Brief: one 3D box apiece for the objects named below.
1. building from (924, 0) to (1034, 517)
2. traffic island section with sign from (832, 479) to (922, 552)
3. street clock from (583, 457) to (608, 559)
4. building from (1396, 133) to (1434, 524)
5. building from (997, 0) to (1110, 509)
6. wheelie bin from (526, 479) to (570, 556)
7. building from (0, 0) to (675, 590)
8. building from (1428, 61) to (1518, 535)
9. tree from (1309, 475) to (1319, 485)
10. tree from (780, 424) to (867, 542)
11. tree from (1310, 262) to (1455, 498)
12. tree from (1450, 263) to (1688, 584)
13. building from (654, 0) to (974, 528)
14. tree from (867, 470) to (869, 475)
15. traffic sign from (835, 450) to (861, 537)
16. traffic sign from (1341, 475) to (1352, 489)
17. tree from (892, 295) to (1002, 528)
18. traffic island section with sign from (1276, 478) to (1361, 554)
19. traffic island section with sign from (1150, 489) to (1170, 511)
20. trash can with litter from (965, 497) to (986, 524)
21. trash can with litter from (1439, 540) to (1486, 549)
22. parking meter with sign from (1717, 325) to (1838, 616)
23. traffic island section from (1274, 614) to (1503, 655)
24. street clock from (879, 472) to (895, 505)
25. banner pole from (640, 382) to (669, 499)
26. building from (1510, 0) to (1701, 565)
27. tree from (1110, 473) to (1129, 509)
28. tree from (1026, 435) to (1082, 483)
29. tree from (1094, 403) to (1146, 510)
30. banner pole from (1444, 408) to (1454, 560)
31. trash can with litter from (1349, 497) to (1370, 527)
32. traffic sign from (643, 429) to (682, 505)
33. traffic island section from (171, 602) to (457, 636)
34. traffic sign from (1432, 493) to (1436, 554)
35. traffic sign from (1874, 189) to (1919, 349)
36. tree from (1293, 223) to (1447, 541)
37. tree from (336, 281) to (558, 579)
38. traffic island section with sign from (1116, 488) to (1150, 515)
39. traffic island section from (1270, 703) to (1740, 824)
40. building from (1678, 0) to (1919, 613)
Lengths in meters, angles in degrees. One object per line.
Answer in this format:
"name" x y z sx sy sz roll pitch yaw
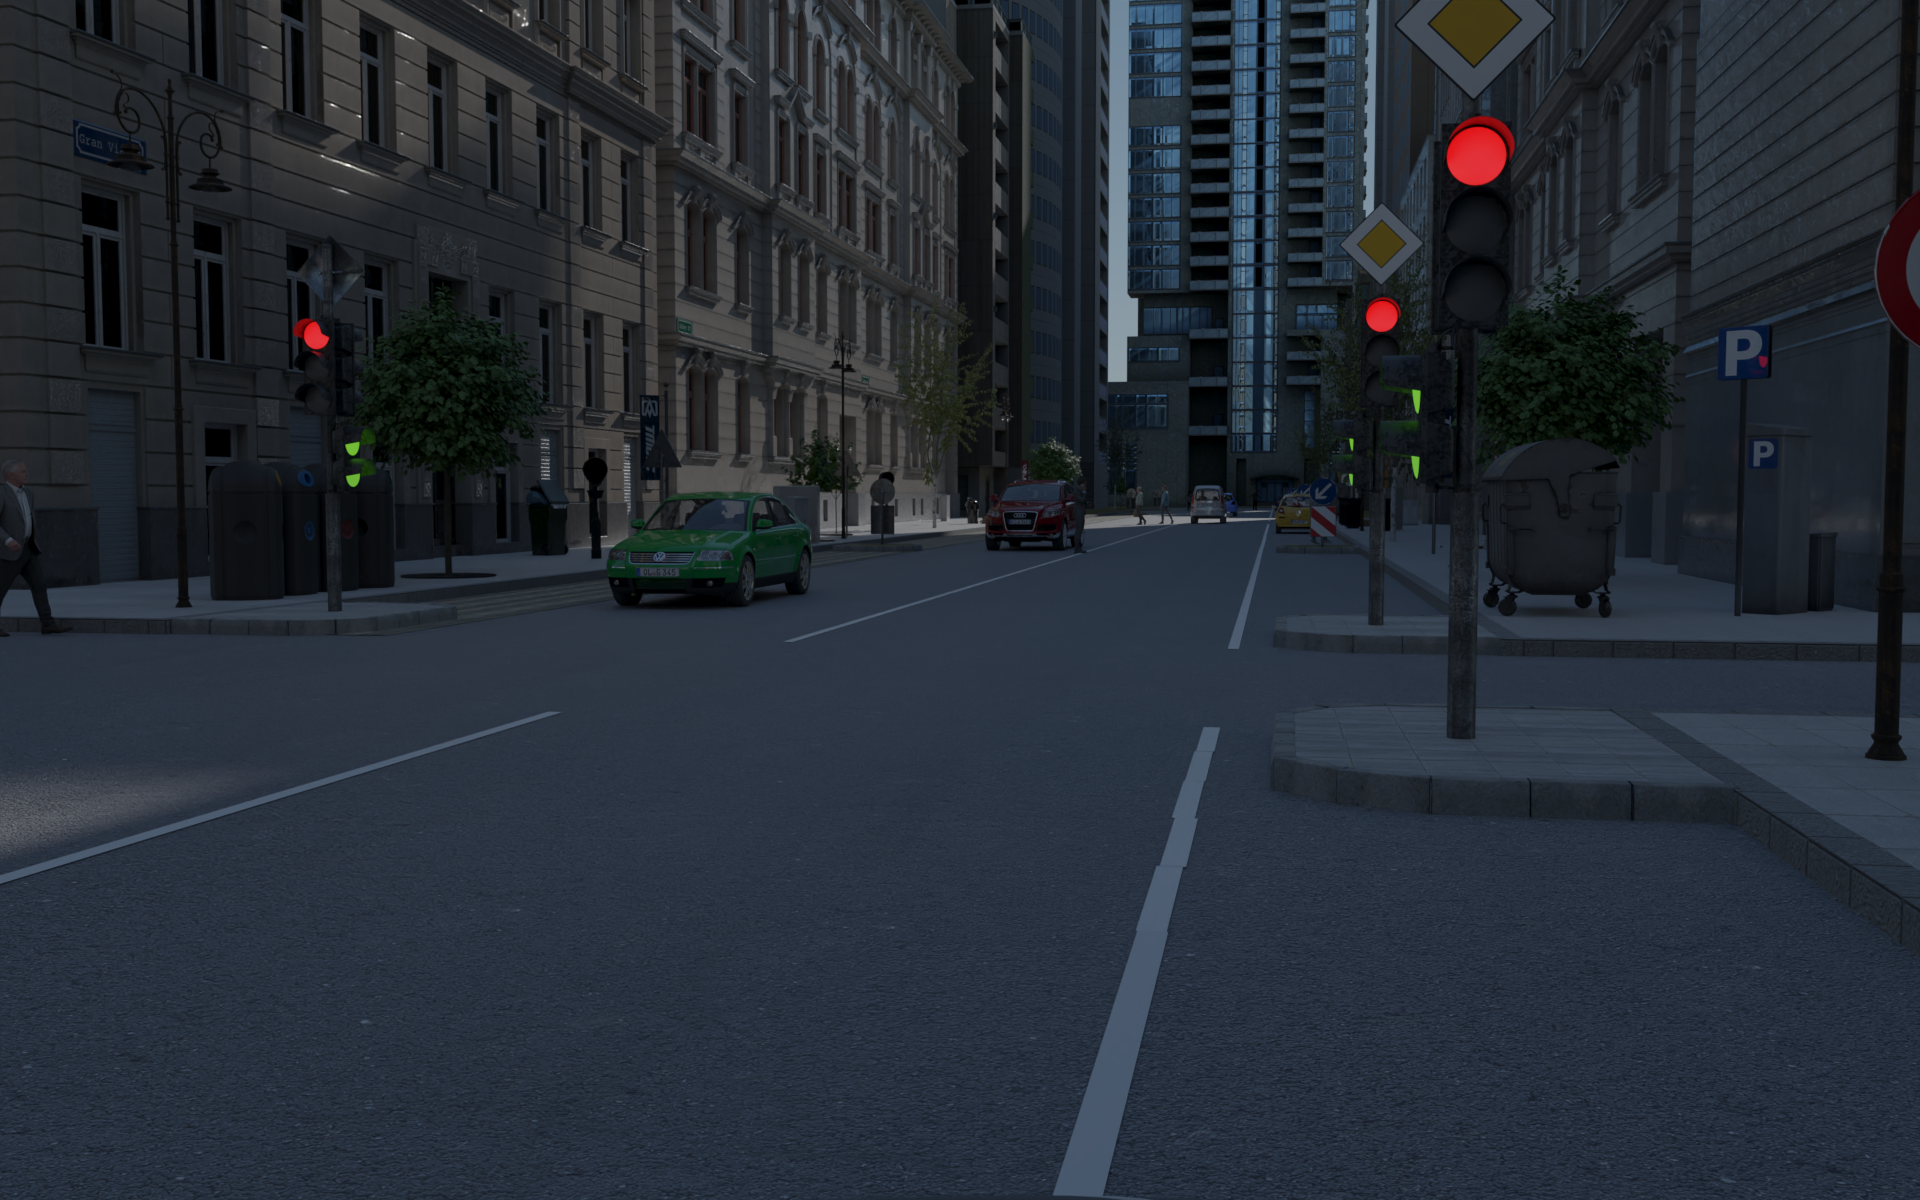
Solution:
"building" -3.599 -20.184 101.717 14.160 30.474 14.107 1 4 10
"traffic island section with sign" -2.015 -2.138 43.586 1.989 1.847 2.006 1 4 10
"street clock" -7.223 -1.821 34.338 0.471 2.002 0.358 -1 4 -18
"building" 26.396 -13.828 80.847 10.420 20.320 16.860 1 4 10
"building" -0.907 -37.606 156.861 28.212 58.520 21.231 1 4 10
"wheelie bin" -8.658 -1.735 36.273 0.693 1.594 0.980 2 4 25
"building" -15.793 -14.555 35.241 12.463 27.353 25.104 1 4 10
"building" 24.014 -14.924 62.026 12.078 24.808 19.932 1 4 10
"tree" 32.247 -10.015 158.354 1.663 3.219 1.824 0 3 0
"tree" -3.830 -3.210 47.088 1.663 3.219 1.824 0 3 0
"tree" 13.281 -6.387 54.788 4.360 8.622 3.978 0 3 0
"tree" 8.562 -2.517 24.860 4.285 4.588 4.351 0 3 0
"building" -8.119 -18.095 83.249 14.401 28.519 23.554 1 4 10
"tree" -3.848 -3.600 53.469 1.663 3.219 1.824 0 3 0
"traffic sign" -3.359 -3.139 51.330 0.884 2.594 0.081 1 4 14
"traffic sign" 20.027 -5.353 89.653 0.606 2.300 0.079 1 4 11
"tree" -0.759 -7.020 65.133 4.737 8.622 4.395 0 3 0
"traffic island section with sign" 8.761 -2.067 42.418 1.989 1.847 2.006 1 4 10
"traffic island section with sign" 16.689 -8.392 145.838 1.989 1.847 2.006 1 4 10
"trash can with litter" 0.777 -3.875 74.751 1.055 1.170 0.624 -1 4 -10
"trash can with litter" 12.261 -1.839 41.120 1.678 1.210 2.233 1 4 16
"parking meter with sign" 8.820 -1.366 18.600 1.738 3.016 0.543 -3 4 -38
"traffic island section" 4.097 0.325 16.975 2.009 0.180 2.903 1 4 10
"street clock" -2.359 -3.130 55.753 0.471 2.002 0.358 -2 4 -29
"banner pole" -6.745 -2.970 38.577 0.863 3.779 0.401 -2 4 -32
"building" 20.872 -15.470 40.320 14.401 28.519 23.554 1 4 10
"tree" 13.549 -9.195 144.938 1.663 3.219 1.824 0 3 0
"tree" 5.003 -6.833 95.439 4.285 4.588 4.351 0 3 0
"tree" 12.664 -11.574 139.596 4.360 8.622 3.978 0 3 0
"banner pole" 9.615 -2.679 33.818 0.401 3.779 0.863 -2 4 -34
"trash can with litter" 15.782 -3.489 68.440 1.055 1.170 0.624 1 4 14
"traffic sign" -5.983 -2.125 34.754 0.884 2.594 0.081 1 4 20
"traffic island section" -6.862 0.202 18.978 2.009 0.180 2.903 1 4 10
"traffic sign" 10.110 -2.250 36.901 0.768 2.556 0.104 1 4 11
"traffic sign" 3.990 -0.411 6.820 0.768 2.556 0.104 1 4 18
"tree" 11.707 -5.927 47.270 4.737 8.622 4.395 0 3 0
"tree" -7.855 -2.631 26.735 4.285 4.588 4.351 0 3 0
"traffic island section with sign" 11.842 -6.770 119.320 1.989 1.847 2.006 1 4 10
"traffic island section" 2.659 0.805 9.120 2.009 0.180 2.903 1 4 10
"building" 19.526 -10.519 21.138 18.267 20.994 9.793 1 4 10
